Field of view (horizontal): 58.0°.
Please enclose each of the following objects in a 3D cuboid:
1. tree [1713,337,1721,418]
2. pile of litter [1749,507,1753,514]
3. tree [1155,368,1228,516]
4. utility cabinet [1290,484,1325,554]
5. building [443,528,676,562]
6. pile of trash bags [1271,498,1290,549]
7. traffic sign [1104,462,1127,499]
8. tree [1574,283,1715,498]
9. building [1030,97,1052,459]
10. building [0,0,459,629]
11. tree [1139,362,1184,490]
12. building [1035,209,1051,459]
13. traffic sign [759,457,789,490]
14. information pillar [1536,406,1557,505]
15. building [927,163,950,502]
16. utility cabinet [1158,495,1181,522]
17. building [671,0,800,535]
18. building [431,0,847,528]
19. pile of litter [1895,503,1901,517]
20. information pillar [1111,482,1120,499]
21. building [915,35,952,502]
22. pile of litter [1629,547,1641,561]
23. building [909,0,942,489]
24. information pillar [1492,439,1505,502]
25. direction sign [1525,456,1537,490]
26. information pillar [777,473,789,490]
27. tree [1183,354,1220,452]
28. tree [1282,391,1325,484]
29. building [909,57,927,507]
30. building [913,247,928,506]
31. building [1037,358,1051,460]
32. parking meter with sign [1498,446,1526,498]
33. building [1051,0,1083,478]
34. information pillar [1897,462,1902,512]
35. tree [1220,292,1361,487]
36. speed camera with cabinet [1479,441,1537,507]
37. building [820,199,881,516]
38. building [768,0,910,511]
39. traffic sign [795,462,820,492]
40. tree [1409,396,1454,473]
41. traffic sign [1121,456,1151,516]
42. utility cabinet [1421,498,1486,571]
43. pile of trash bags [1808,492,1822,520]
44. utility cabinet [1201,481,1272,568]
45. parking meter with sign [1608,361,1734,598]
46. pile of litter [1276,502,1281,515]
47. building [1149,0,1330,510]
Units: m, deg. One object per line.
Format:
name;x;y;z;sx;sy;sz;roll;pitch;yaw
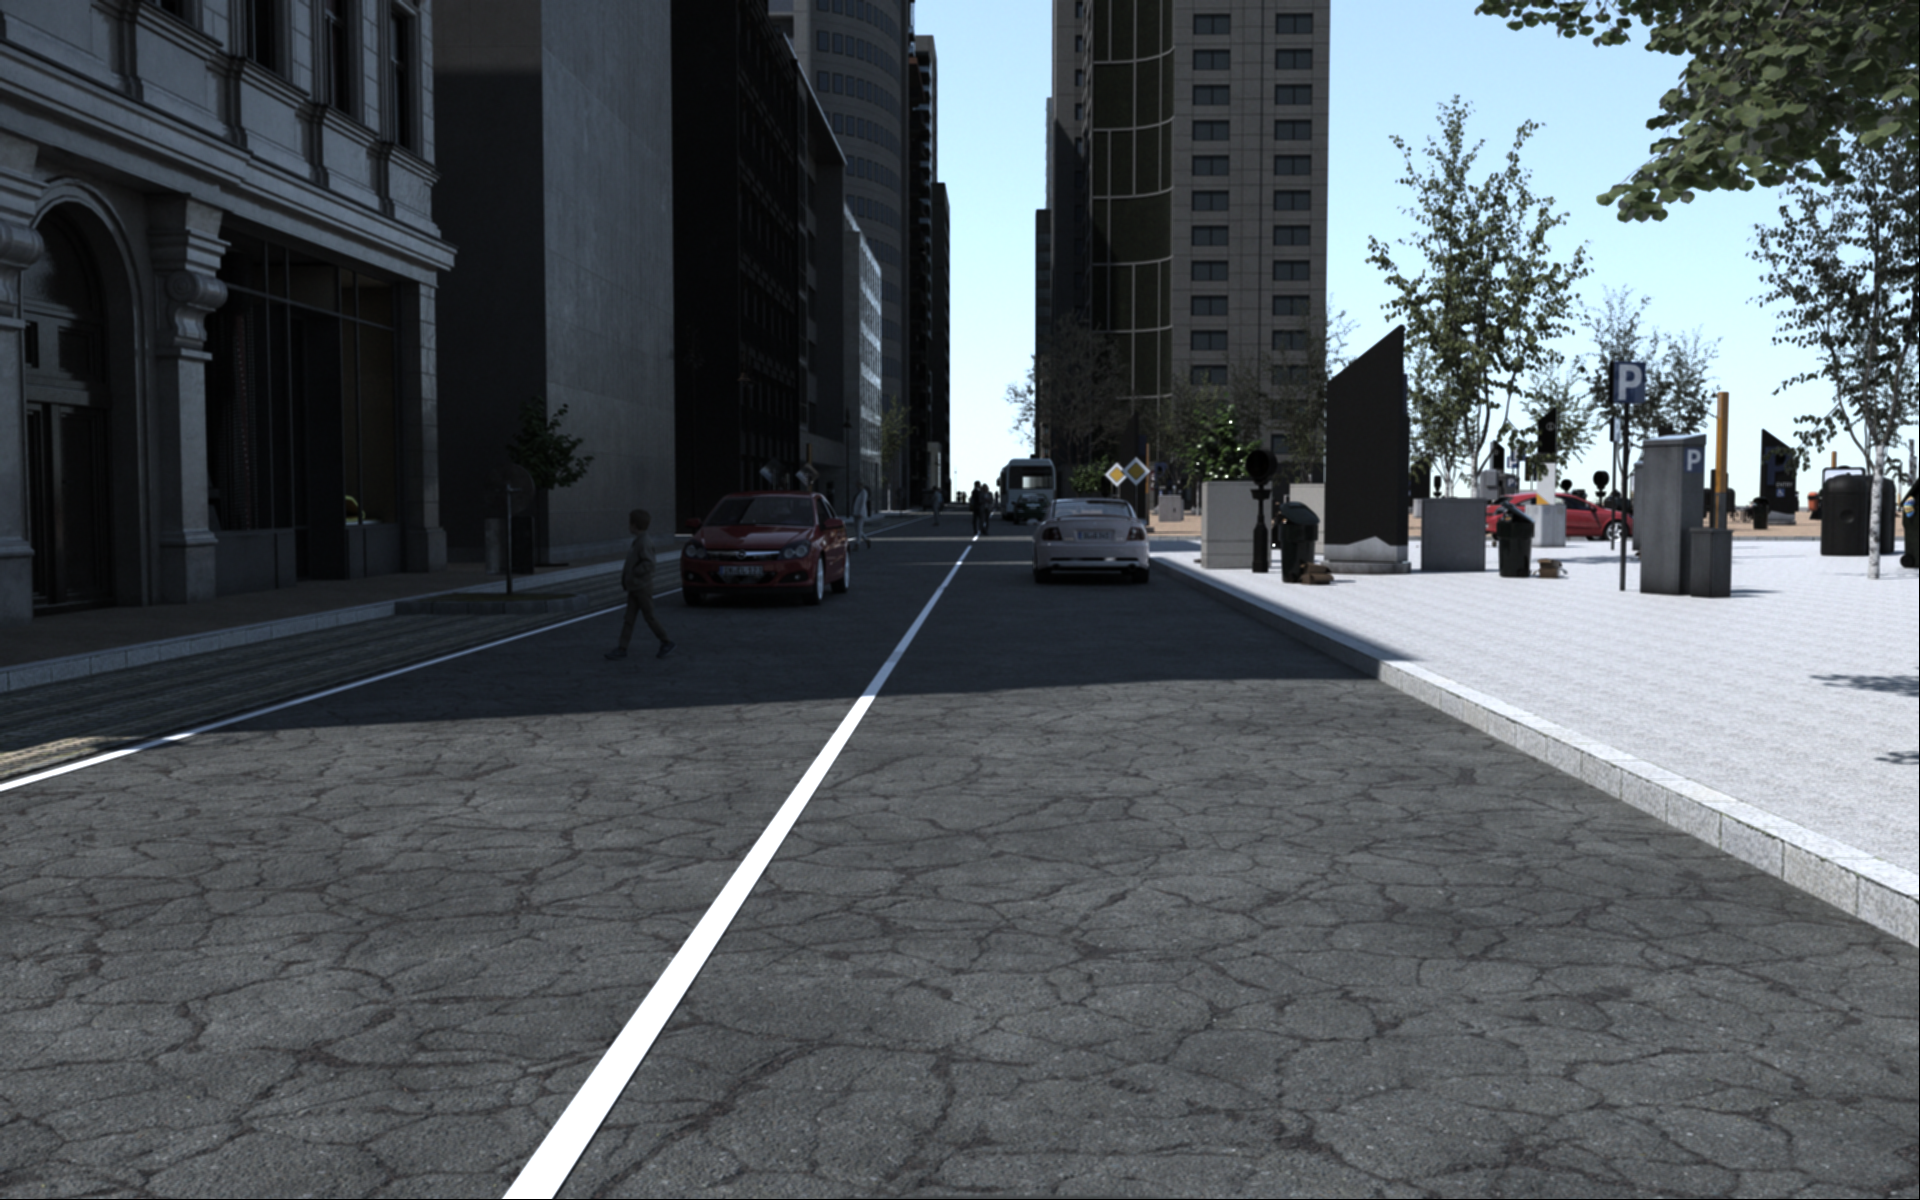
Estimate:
tree;31.155;-7.639;75.261;4.360;8.622;3.978;0;3;0
pile of litter;48.580;-5.583;105.239;1.719;0.858;1.176;-1;4;-17
tree;13.603;-9.189;100.607;4.737;8.622;4.395;0;3;0
utility cabinet;7.551;-1.723;36.849;0.318;1.500;1.173;-3;4;-36
building;-22.410;-13.457;39.090;30.058;24.678;14.314;0;4;1
pile of trash bags;7.534;-1.843;39.888;3.447;1.369;1.912;0;4;3
traffic sign;4.904;-3.094;54.226;0.795;2.450;0.064;0;4;1
tree;23.177;-6.711;60.091;4.360;8.622;3.978;0;3;0
building;22.391;-58.636;271.368;22.319;86.520;31.000;0;4;1
building;-13.573;-9.658;8.813;10.553;20.767;40.483;0;4;1
tree;11.638;-8.713;92.825;4.360;8.622;3.978;0;3;0
building;17.828;-34.642;249.986;14.154;41.232;14.086;0;4;1
traffic sign;-4.995;-2.622;46.516;0.795;2.450;0.064;0;4;1
information pillar;15.569;-3.339;45.943;0.504;3.616;0.183;2;4;27
building;-12.470;-38.639;255.443;21.300;48.544;21.600;0;4;1
utility cabinet;9.644;-4.185;79.589;1.020;1.237;0.306;0;4;-3
building;-12.840;-14.197;61.805;12.332;23.373;15.834;0;4;1
building;-13.989;-16.290;85.416;14.314;24.678;30.058;0;4;1
pile of litter;51.926;-5.066;96.792;1.176;0.858;1.719;0;4;-1
information pillar;5.626;-3.554;62.592;0.304;2.012;0.304;0;4;7
building;-11.765;-51.227;275.807;20.563;71.187;20.611;0;4;1
pile of litter;13.768;-1.218;33.885;1.719;0.858;1.176;-1;4;-21
building;-13.417;-55.957;227.567;22.319;86.520;31.000;0;4;1
information pillar;22.958;-5.050;73.920;0.504;3.616;0.183;2;4;34
direction sign;34.422;-6.868;104.284;0.876;3.537;0.379;-1;4;-9
information pillar;-6.281;-3.492;61.581;0.304;2.012;0.304;3;5;45
tree;13.695;-8.293;85.953;4.360;8.622;3.978;0;3;0
tree;24.986;-10.648;124.451;4.737;8.622;4.395;0;3;0
building;-14.719;-31.638;171.912;22.147;44.769;28.867;0;4;1
building;-10.908;-25.811;193.704;14.160;30.474;14.107;0;4;1
building;24.342;-23.481;228.958;27.650;21.520;28.899;0;4;1
parking meter with sign;20.072;-4.114;63.523;0.543;3.016;1.738;0;4;-8
building;19.438;-38.376;169.452;21.231;58.520;28.212;0;4;1
information pillar;67.662;-8.153;124.657;0.183;3.616;0.504;3;5;44
tree;12.578;-6.900;63.171;4.360;8.622;3.978;0;3;0
speed camera with cabinet;20.666;-4.338;65.269;2.038;3.252;0.660;0;4;6
building;-10.761;-15.554;109.063;10.420;20.320;16.860;0;4;1
building;-15.466;-36.759;143.015;21.231;58.520;28.212;0;4;1
traffic sign;-4.786;-3.110;54.499;0.795;2.450;0.064;0;4;1
tree;33.734;-10.700;125.304;4.360;8.622;3.978;0;3;0
traffic sign;4.695;-2.606;46.243;0.795;2.450;0.064;0;4;1
utility cabinet;8.228;-1.085;28.895;1.020;1.237;0.306;1;4;12
pile of trash bags;43.500;-4.712;86.785;3.447;1.369;1.912;-3;4;-37
utility cabinet;4.757;-1.293;29.824;1.173;1.500;0.318;-1;4;-12
parking meter with sign;9.102;-1.582;22.125;0.543;3.016;1.738;-1;4;-22
pile of litter;16.734;-4.808;92.571;1.176;0.858;1.719;-1;4;-22
building;18.718;-43.208;144.710;20.563;71.187;20.611;0;4;1
